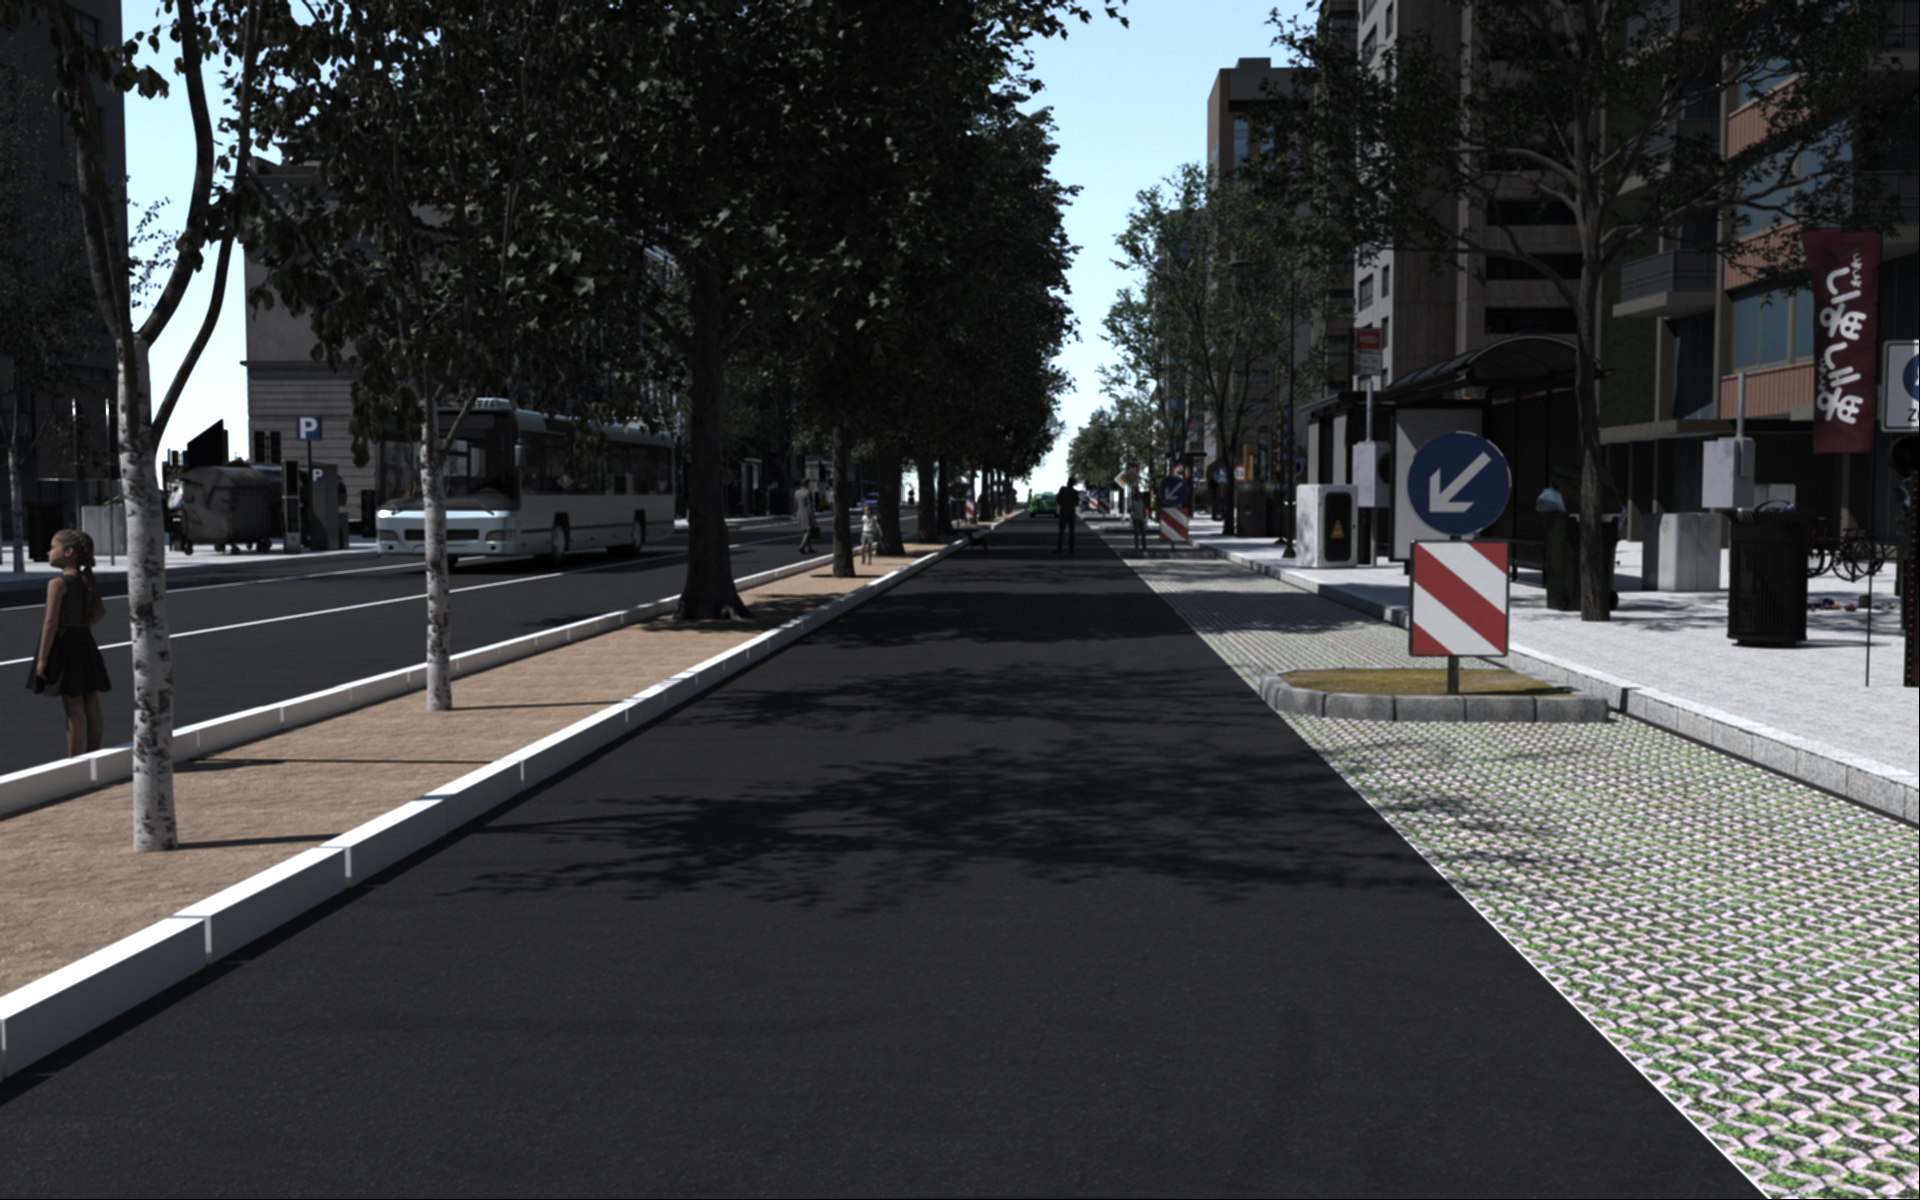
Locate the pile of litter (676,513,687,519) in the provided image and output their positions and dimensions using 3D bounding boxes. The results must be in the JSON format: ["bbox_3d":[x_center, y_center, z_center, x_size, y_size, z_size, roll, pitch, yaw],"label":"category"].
[{"bbox_3d":[-14.036,-4.676,90.420,1.719,0.858,1.176,0,4,-4],"label":"pile of litter"}]

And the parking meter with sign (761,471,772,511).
[{"bbox_3d":[-14.488,-8.145,129.431,1.738,3.016,0.543,3,4,36],"label":"parking meter with sign"}]

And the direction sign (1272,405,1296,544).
[{"bbox_3d":[8.257,-3.208,44.450,0.379,3.537,0.876,0,4,-7],"label":"direction sign"}]

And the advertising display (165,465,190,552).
[{"bbox_3d":[-17.458,-2.047,38.682,0.974,1.923,0.123,3,5,42],"label":"advertising display"}]

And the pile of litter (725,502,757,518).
[{"bbox_3d":[-11.906,-4.893,93.957,1.719,0.858,1.176,1,4,16],"label":"pile of litter"}]

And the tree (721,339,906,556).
[{"bbox_3d":[-1.614,-7.984,39.657,9.857,13.997,8.962,0,3,0],"label":"tree"}]

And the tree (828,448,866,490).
[{"bbox_3d":[-9.342,-11.677,141.284,4.360,8.622,3.978,0,3,0],"label":"tree"}]

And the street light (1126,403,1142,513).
[{"bbox_3d":[9.125,-7.057,87.923,1.470,5.913,1.316,0,4,3],"label":"street light"}]

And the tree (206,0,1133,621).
[{"bbox_3d":[-2.904,-6.121,19.537,9.611,12.733,9.660,0,3,0],"label":"tree"}]

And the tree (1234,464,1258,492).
[{"bbox_3d":[16.110,-6.366,98.677,1.663,3.219,1.824,0,3,0],"label":"tree"}]

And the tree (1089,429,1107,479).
[{"bbox_3d":[13.515,-11.279,134.766,4.737,8.622,4.395,0,3,0],"label":"tree"}]

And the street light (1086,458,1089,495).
[{"bbox_3d":[15.018,-13.477,192.883,1.470,5.913,1.316,0,4,3],"label":"street light"}]

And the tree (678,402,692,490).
[{"bbox_3d":[-19.009,-10.058,114.818,4.737,8.622,4.395,0,3,0],"label":"tree"}]

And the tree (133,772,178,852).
[{"bbox_3d":[-3.227,-3.280,6.455,4.360,8.622,3.978,0,3,0],"label":"tree"}]

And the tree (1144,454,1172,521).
[{"bbox_3d":[9.660,-5.480,84.197,1.663,3.219,1.824,0,3,0],"label":"tree"}]

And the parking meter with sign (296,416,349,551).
[{"bbox_3d":[-14.492,-2.646,39.520,0.543,3.016,1.738,0,4,2],"label":"parking meter with sign"}]

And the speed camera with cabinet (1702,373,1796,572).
[{"bbox_3d":[13.188,-2.115,28.920,2.038,3.252,0.660,-3,4,-37],"label":"speed camera with cabinet"}]

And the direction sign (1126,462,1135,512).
[{"bbox_3d":[12.860,-8.452,130.180,0.876,3.537,0.379,3,4,38],"label":"direction sign"}]

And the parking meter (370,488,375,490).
[{"bbox_3d":[-24.775,-3.968,73.293,0.372,1.533,0.369,0,3,0],"label":"parking meter"}]

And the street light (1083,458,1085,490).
[{"bbox_3d":[16.583,-15.280,222.366,1.470,5.913,1.316,0,4,3],"label":"street light"}]

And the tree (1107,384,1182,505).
[{"bbox_3d":[11.850,-9.727,109.399,4.737,8.622,4.395,0,3,0],"label":"tree"}]

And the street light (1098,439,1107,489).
[{"bbox_3d":[12.358,-10.648,146.631,1.470,5.913,1.316,0,4,3],"label":"street light"}]

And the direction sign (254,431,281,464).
[{"bbox_3d":[-25.019,-4.322,62.668,0.876,3.537,0.379,-1,4,-20],"label":"direction sign"}]

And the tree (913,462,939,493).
[{"bbox_3d":[-3.196,-19.112,246.891,8.767,10.594,7.601,-3,5,-41],"label":"tree"}]

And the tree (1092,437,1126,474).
[{"bbox_3d":[17.589,-15.663,206.453,4.360,8.622,3.978,0,3,0],"label":"tree"}]

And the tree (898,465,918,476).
[{"bbox_3d":[-4.855,-18.919,219.695,12.009,13.543,11.850,0,3,0],"label":"tree"}]

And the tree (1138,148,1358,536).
[{"bbox_3d":[8.304,-7.809,53.441,9.928,11.665,9.643,0,3,0],"label":"tree"}]

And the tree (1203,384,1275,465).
[{"bbox_3d":[18.436,-10.173,116.685,4.360,8.622,3.978,0,3,0],"label":"tree"}]

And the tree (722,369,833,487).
[{"bbox_3d":[-11.329,-10.799,110.975,7.601,10.594,8.767,2,4,34],"label":"tree"}]

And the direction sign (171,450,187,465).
[{"bbox_3d":[-40.431,-5.989,89.911,0.876,3.537,0.379,0,4,-6],"label":"direction sign"}]

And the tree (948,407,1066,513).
[{"bbox_3d":[3.793,-11.882,131.137,8.767,10.594,7.601,0,4,3],"label":"tree"}]

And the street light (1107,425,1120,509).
[{"bbox_3d":[10.835,-8.833,116.954,1.470,5.913,1.316,0,4,3],"label":"street light"}]

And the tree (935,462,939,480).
[{"bbox_3d":[-3.907,-17.454,235.732,4.360,8.622,3.978,0,3,0],"label":"tree"}]

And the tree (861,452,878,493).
[{"bbox_3d":[-8.166,-13.071,164.071,4.737,8.622,4.395,0,3,0],"label":"tree"}]

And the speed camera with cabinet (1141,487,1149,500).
[{"bbox_3d":[15.222,-8.955,140.749,0.660,3.252,2.038,-3,4,-38],"label":"speed camera with cabinet"}]

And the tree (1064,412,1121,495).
[{"bbox_3d":[19.062,-19.589,238.411,7.486,12.596,7.792,0,3,0],"label":"tree"}]

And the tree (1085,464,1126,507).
[{"bbox_3d":[15.861,-11.906,178.383,4.285,4.588,4.351,0,3,0],"label":"tree"}]

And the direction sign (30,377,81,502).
[{"bbox_3d":[-17.509,-2.546,33.626,0.876,3.537,0.379,-2,4,-35],"label":"direction sign"}]

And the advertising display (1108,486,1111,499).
[{"bbox_3d":[12.296,-8.413,142.761,0.123,1.923,0.974,0,4,-1],"label":"advertising display"}]

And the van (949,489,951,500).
[{"bbox_3d":[-0.616,-11.497,192.358,2.240,2.365,5.245,0,4,4],"label":"van"}]

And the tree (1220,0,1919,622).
[{"bbox_3d":[6.101,-5.070,17.303,7.601,10.594,8.767,1,4,13],"label":"tree"}]

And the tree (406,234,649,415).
[{"bbox_3d":[-13.974,-7.413,55.618,8.767,10.594,7.601,0,4,-1],"label":"tree"}]

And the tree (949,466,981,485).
[{"bbox_3d":[0.073,-23.464,301.762,7.486,12.596,7.792,0,3,0],"label":"tree"}]

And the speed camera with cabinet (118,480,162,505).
[{"bbox_3d":[-28.566,-4.035,60.311,2.038,3.252,0.660,3,5,39],"label":"speed camera with cabinet"}]

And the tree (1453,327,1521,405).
[{"bbox_3d":[23.914,-7.753,77.131,4.360,8.622,3.978,0,3,0],"label":"tree"}]

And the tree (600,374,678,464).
[{"bbox_3d":[-18.482,-8.953,96.744,4.737,8.622,4.395,0,3,0],"label":"tree"}]

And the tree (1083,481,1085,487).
[{"bbox_3d":[20.408,-16.941,260.697,4.285,4.588,4.351,0,3,0],"label":"tree"}]

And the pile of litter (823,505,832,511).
[{"bbox_3d":[-10.629,-7.312,133.521,1.719,0.858,1.176,0,4,0],"label":"pile of litter"}]

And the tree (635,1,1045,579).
[{"bbox_3d":[-2.094,-6.188,29.391,9.928,11.665,9.643,0,3,0],"label":"tree"}]

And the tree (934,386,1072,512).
[{"bbox_3d":[3.944,-13.970,141.239,12.009,13.543,11.850,0,3,0],"label":"tree"}]

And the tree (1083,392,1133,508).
[{"bbox_3d":[14.714,-13.572,156.312,7.601,10.594,8.767,-1,4,-21],"label":"tree"}]

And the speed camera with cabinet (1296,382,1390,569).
[{"bbox_3d":[6.775,-2.188,30.114,2.038,3.252,0.660,-2,4,-34],"label":"speed camera with cabinet"}]

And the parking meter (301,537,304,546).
[{"bbox_3d":[-16.531,-2.127,43.180,0.372,1.533,0.369,0,3,0],"label":"parking meter"}]

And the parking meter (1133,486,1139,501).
[{"bbox_3d":[12.239,-7.027,120.610,0.399,1.863,0.255,-2,4,-32],"label":"parking meter"}]

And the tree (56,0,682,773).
[{"bbox_3d":[-3.430,-3.554,10.925,4.360,8.622,3.978,0,3,0],"label":"tree"}]

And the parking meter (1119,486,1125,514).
[{"bbox_3d":[10.653,-6.624,114.010,0.255,1.863,0.399,2,4,32],"label":"parking meter"}]

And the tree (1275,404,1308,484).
[{"bbox_3d":[26.721,-11.739,142.288,4.360,8.622,3.978,0,3,0],"label":"tree"}]

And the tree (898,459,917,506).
[{"bbox_3d":[-6.136,-14.491,187.284,4.360,8.622,3.978,0,3,0],"label":"tree"}]
